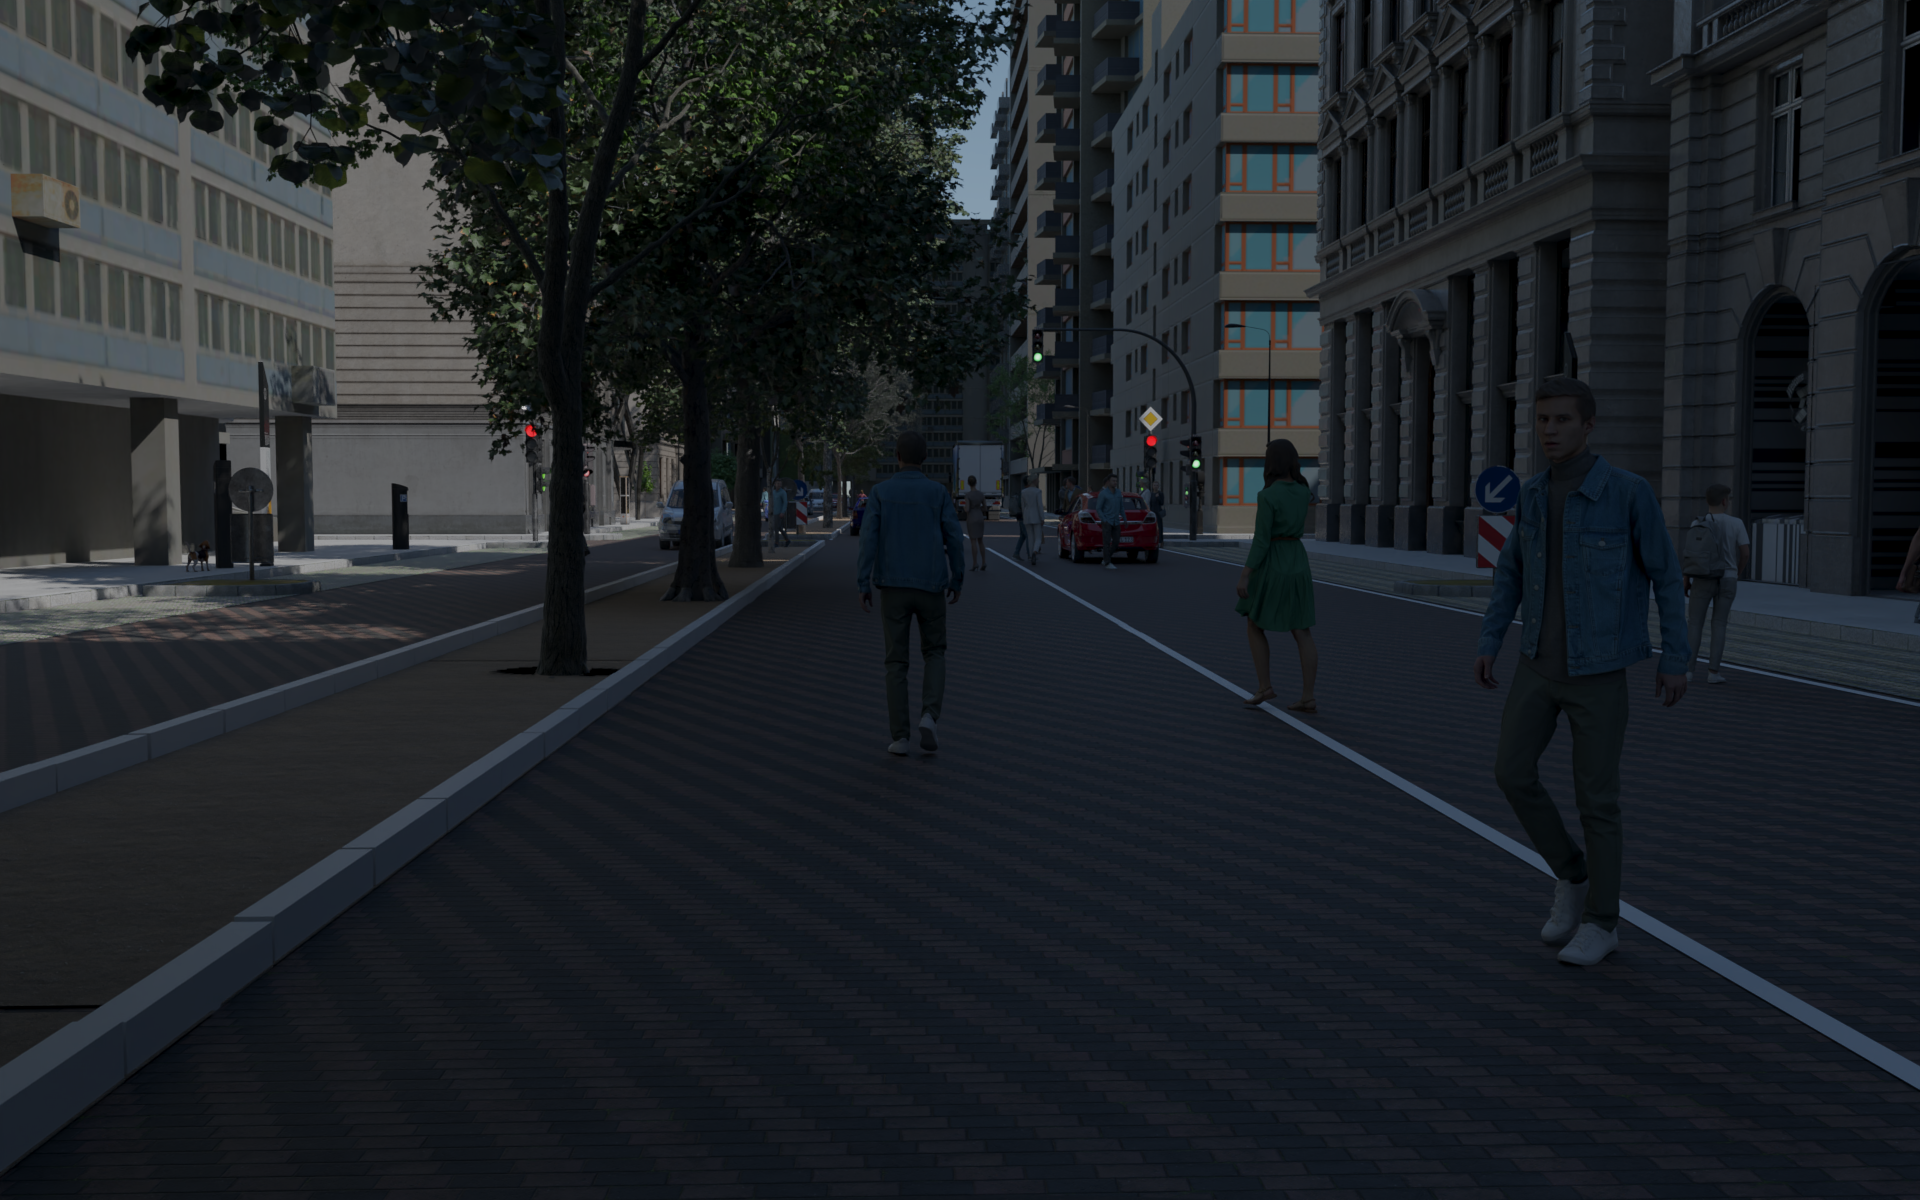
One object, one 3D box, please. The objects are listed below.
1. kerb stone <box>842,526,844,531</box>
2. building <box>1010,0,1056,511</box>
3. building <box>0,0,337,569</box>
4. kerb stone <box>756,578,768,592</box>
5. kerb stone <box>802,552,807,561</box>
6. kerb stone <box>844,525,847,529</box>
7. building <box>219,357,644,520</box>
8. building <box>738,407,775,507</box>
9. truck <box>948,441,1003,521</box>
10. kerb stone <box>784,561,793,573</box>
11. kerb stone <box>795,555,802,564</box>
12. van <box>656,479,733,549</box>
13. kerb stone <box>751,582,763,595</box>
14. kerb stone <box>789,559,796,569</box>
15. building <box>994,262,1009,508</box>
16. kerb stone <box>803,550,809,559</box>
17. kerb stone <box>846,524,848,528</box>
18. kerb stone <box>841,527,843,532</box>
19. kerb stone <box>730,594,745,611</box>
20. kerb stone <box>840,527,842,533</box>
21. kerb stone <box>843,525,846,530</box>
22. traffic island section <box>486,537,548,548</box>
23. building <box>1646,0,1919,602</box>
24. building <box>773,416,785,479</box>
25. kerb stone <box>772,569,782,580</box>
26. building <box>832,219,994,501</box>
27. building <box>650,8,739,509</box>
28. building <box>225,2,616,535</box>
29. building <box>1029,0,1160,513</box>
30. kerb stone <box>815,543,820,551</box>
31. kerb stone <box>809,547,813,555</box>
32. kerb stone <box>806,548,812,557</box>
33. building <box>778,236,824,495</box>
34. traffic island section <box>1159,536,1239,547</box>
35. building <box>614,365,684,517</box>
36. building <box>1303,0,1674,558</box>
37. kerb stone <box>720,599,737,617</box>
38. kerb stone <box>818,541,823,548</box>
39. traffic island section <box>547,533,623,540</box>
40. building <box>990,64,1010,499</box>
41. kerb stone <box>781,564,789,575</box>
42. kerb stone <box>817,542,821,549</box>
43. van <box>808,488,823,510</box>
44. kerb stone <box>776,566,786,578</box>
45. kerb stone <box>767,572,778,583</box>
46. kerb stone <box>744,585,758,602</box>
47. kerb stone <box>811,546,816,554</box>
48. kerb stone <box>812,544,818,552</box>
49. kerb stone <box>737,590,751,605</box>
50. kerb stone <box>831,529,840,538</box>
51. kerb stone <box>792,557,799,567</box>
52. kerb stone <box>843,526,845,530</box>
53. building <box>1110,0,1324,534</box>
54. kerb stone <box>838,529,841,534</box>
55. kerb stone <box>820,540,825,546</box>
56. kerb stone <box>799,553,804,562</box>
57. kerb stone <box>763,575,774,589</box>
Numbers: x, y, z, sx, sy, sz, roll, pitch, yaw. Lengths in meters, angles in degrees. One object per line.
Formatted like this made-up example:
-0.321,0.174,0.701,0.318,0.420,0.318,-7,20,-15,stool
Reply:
-4.427,-2.528,63.653,0.120,0.150,1.000,0,4,-2,kerb stone
15.395,-31.677,141.625,21.300,48.544,21.600,0,4,-2,building
-25.477,-20.774,31.539,23.993,40.220,32.217,0,4,-2,building
-2.927,-0.185,25.220,0.120,0.150,1.000,0,4,-2,kerb stone
-3.357,-0.875,36.500,0.120,0.150,1.000,0,4,-2,kerb stone
-4.540,-2.722,66.717,0.120,0.150,1.000,0,4,-2,kerb stone
-23.502,-13.030,80.489,16.820,18.784,16.811,0,4,-2,building
-25.357,-24.086,165.503,14.160,30.474,14.107,0,4,-2,building
0.882,-6.610,96.979,2.839,4.237,11.283,0,4,-2,truck
-3.161,-0.562,31.378,0.120,0.150,1.000,0,4,-2,kerb stone
-3.283,-0.750,34.451,0.120,0.150,1.000,0,4,-2,kerb stone
-7.013,-2.395,46.177,2.013,2.044,4.112,0,4,-2,van
-2.885,-0.123,24.199,0.120,0.150,1.000,0,4,-2,kerb stone
-3.206,-0.624,32.402,0.120,0.150,1.000,0,4,-2,kerb stone
20.348,-28.927,164.843,32.217,40.220,23.993,0,4,-2,building
-3.405,-0.931,37.521,0.120,0.150,1.000,0,4,-2,kerb stone
-4.629,-2.845,68.763,0.120,0.150,1.000,0,4,-2,kerb stone
-4.388,-2.473,62.631,0.120,0.150,1.000,0,4,-2,kerb stone
-2.764,0.065,21.129,0.120,0.150,1.000,0,4,-2,kerb stone
-4.347,-2.405,61.610,0.120,0.150,1.000,0,4,-2,kerb stone
-4.507,-2.661,65.696,0.120,0.150,1.000,0,4,-2,kerb stone
-11.580,-1.522,47.161,2.009,0.180,2.903,0,4,-2,traffic island section
17.279,-10.606,15.212,13.314,21.916,24.055,0,4,-2,building
-33.208,-36.808,191.051,27.495,52.752,28.713,0,4,-2,building
-3.041,-0.373,28.297,0.120,0.150,1.000,0,4,-2,kerb stone
-5.578,-32.895,229.718,23.993,40.220,32.217,0,4,-2,building
-28.878,-29.897,143.439,22.147,44.769,28.867,0,4,-2,building
-18.810,-13.085,63.084,9.793,20.994,18.267,0,4,-2,building
16.064,-27.592,105.749,22.147,44.769,28.867,0,4,-2,building
-3.601,-1.249,42.634,0.120,0.150,1.000,0,4,-2,kerb stone
-3.488,-1.062,39.567,0.120,0.150,1.000,0,4,-2,kerb stone
-3.438,-1.000,38.542,0.120,0.150,1.000,0,4,-2,kerb stone
-24.236,-32.781,219.568,14.086,41.232,14.154,0,4,-2,building
6.448,-1.564,47.858,2.009,0.180,2.903,0,4,-2,traffic island section
-21.671,-14.651,104.167,10.561,19.102,19.286,0,4,-2,building
14.902,-12.779,37.809,11.050,23.489,19.941,0,4,-2,building
-2.723,0.128,20.106,0.120,0.150,1.000,0,4,-2,kerb stone
-3.684,-1.373,44.681,0.120,0.150,1.000,0,4,-2,kerb stone
-11.892,-2.010,55.140,2.009,0.180,2.903,0,4,-2,traffic island section
14.841,-34.983,191.583,23.786,49.044,30.456,0,4,-2,building
-3.123,-0.499,30.346,0.120,0.150,1.000,0,4,-2,kerb stone
-3.639,-1.313,43.657,0.120,0.150,1.000,0,4,-2,kerb stone
-10.543,-7.436,128.595,2.013,2.044,4.112,0,4,-1,van
-3.085,-0.436,29.318,0.120,0.150,1.000,0,4,-2,kerb stone
-3.002,-0.311,27.276,0.120,0.150,1.000,0,4,-2,kerb stone
-2.833,-0.060,23.178,0.120,0.150,1.000,0,4,-2,kerb stone
-3.522,-1.125,40.589,0.120,0.150,1.000,0,4,-2,kerb stone
-3.557,-1.185,41.613,0.120,0.150,1.000,0,4,-2,kerb stone
-2.805,0.002,22.156,0.120,0.150,1.000,0,4,-2,kerb stone
-4.223,-2.222,58.531,0.120,0.150,1.000,0,4,-2,kerb stone
-3.245,-0.687,33.423,0.120,0.150,1.000,0,4,-2,kerb stone
-4.466,-2.598,64.674,0.120,0.150,1.000,0,4,-2,kerb stone
22.213,-13.736,69.616,28.899,21.520,27.650,0,4,-2,building
-4.266,-2.285,59.557,0.120,0.150,1.000,0,4,-2,kerb stone
-3.722,-1.438,45.703,0.120,0.150,1.000,0,4,-2,kerb stone
-3.324,-0.812,35.474,0.120,0.150,1.000,0,4,-2,kerb stone
-2.958,-0.248,26.255,0.120,0.150,1.000,0,4,-2,kerb stone
